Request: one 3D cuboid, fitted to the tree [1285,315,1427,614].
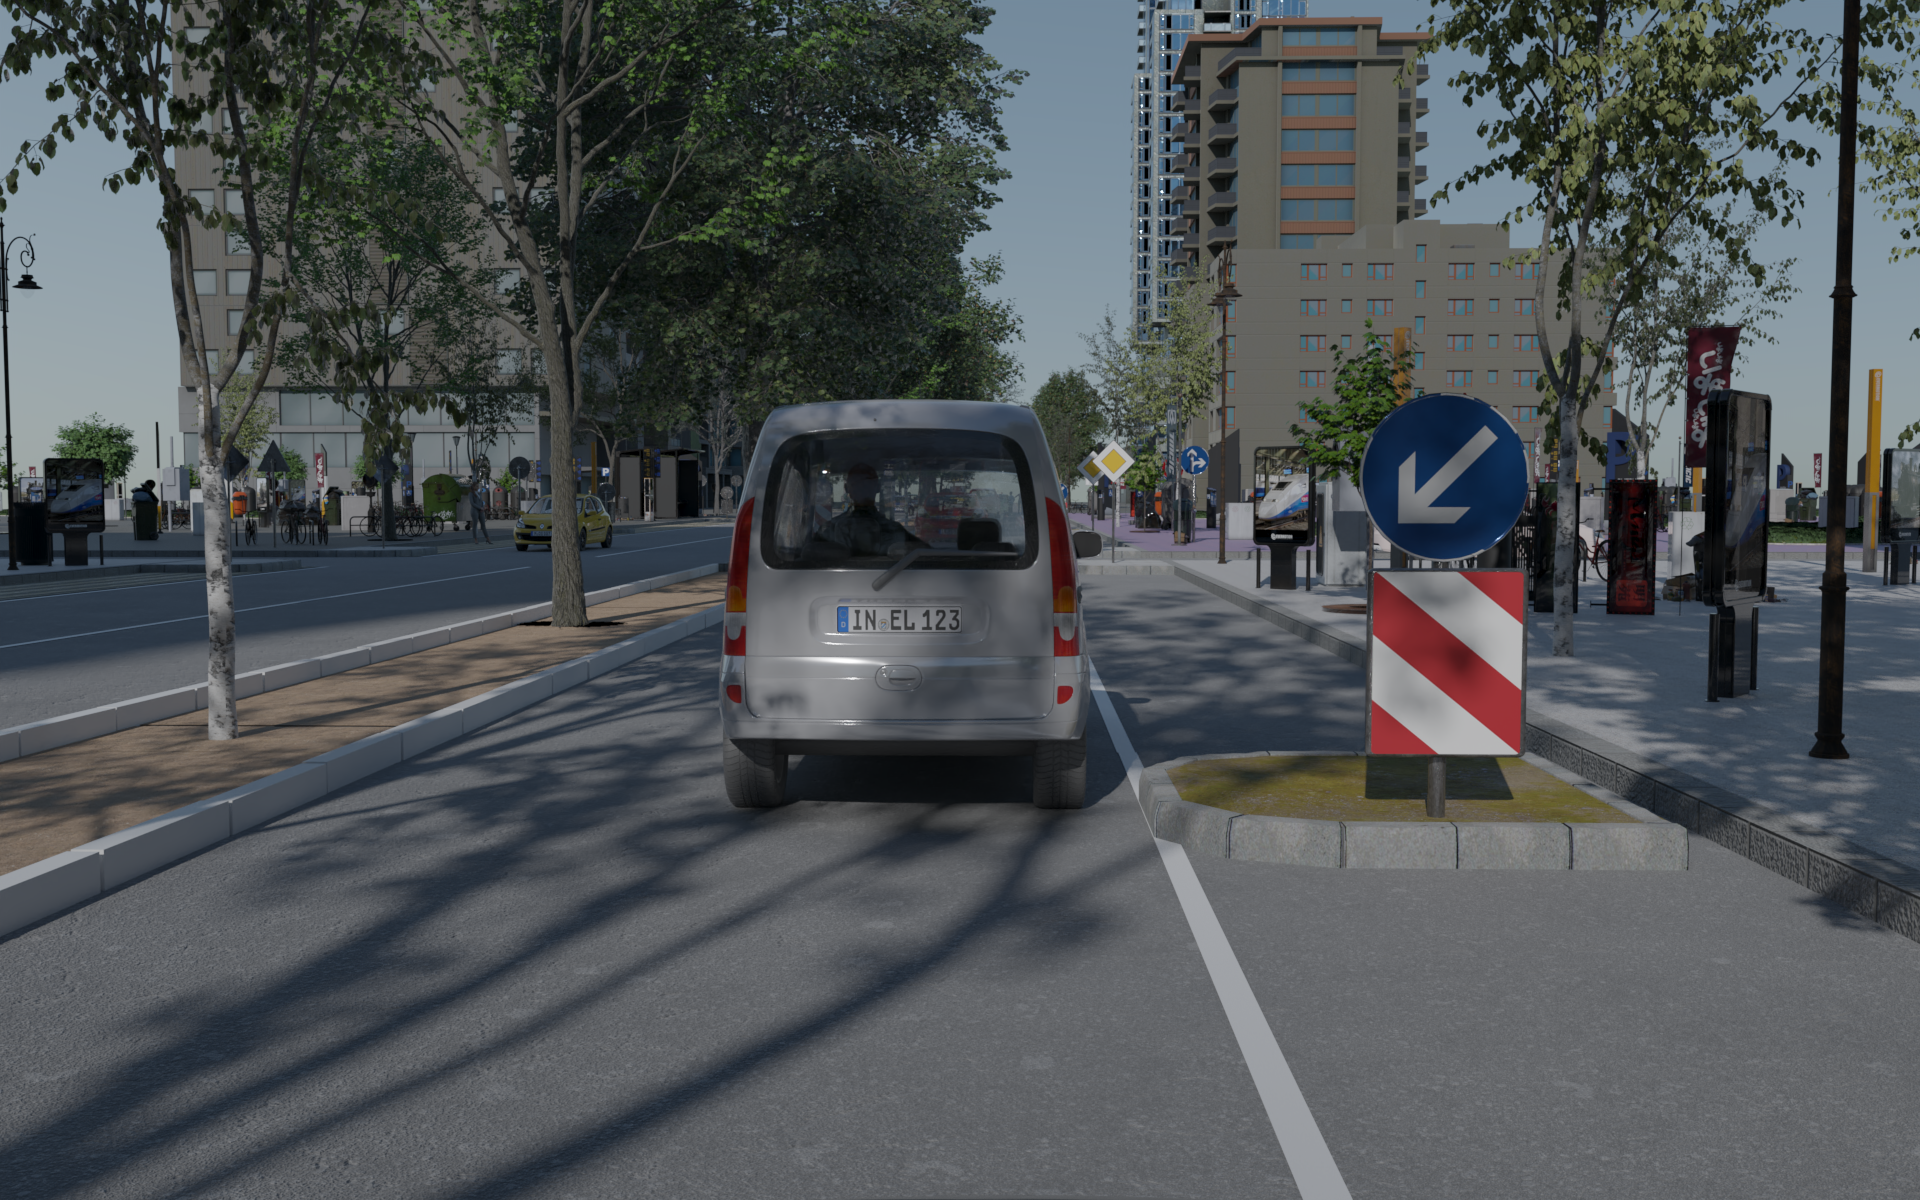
[{"bbox_3d":[4.352,-1.485,18.889,1.663,3.219,1.824,0,3,0],"label":"tree"}]

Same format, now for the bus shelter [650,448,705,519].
[{"bbox_3d":[-14.839,-6.121,91.361,1.731,3.624,6.357,0,4,2],"label":"bus shelter"}]

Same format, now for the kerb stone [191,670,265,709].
[{"bbox_3d":[-5.082,0.627,11.939,0.120,0.150,1.000,0,4,2],"label":"kerb stone"}]

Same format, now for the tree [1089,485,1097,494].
[{"bbox_3d":[7.557,-6.063,93.726,1.663,3.219,1.824,0,3,0],"label":"tree"}]

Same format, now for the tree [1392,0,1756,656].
[{"bbox_3d":[5.027,-3.862,13.506,4.737,8.622,4.395,0,3,0],"label":"tree"}]

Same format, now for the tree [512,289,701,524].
[{"bbox_3d":[-15.047,-8.528,73.846,8.767,10.594,7.601,0,4,-7],"label":"tree"}]

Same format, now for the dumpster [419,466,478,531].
[{"bbox_3d":[-17.758,-3.525,60.127,1.502,2.255,1.985,0,4,2],"label":"dumpster"}]

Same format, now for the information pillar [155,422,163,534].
[{"bbox_3d":[-26.014,-3.968,56.227,0.183,3.616,0.504,-1,4,-22],"label":"information pillar"}]

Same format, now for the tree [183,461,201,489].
[{"bbox_3d":[-43.885,-6.373,98.792,1.663,3.219,1.824,0,3,0],"label":"tree"}]

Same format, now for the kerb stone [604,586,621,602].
[{"bbox_3d":[-4.750,-0.058,23.234,0.120,0.150,1.000,0,4,2],"label":"kerb stone"}]

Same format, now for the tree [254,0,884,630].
[{"bbox_3d":[-4.330,-5.523,18.512,9.928,11.665,9.643,0,3,0],"label":"tree"}]

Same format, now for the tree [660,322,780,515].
[{"bbox_3d":[-14.774,-11.948,105.722,12.009,13.543,11.850,0,3,0],"label":"tree"}]

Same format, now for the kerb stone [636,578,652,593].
[{"bbox_3d":[-4.693,-0.189,25.289,0.120,0.150,1.000,0,4,2],"label":"kerb stone"}]

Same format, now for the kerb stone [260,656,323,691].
[{"bbox_3d":[-5.051,0.564,12.975,0.120,0.150,1.000,0,4,2],"label":"kerb stone"}]

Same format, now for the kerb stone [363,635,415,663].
[{"bbox_3d":[-4.982,0.439,15.024,0.120,0.150,1.000,0,4,2],"label":"kerb stone"}]

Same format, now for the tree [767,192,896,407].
[{"bbox_3d":[-3.405,-5.446,41.855,4.737,8.622,4.395,0,3,0],"label":"tree"}]

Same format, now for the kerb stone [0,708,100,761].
[{"bbox_3d":[-5.139,0.752,9.895,0.120,0.150,1.000,0,4,2],"label":"kerb stone"}]

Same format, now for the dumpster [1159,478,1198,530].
[{"bbox_3d":[7.862,-3.454,62.233,1.264,1.857,1.865,0,4,2],"label":"dumpster"}]

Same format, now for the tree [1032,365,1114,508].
[{"bbox_3d":[9.628,-14.489,153.899,9.611,12.733,9.660,0,3,0],"label":"tree"}]

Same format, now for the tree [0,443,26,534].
[{"bbox_3d":[-30.973,-3.705,55.178,1.663,3.219,1.824,0,3,0],"label":"tree"}]

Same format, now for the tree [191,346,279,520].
[{"bbox_3d":[-35.644,-8.280,85.743,4.737,8.622,4.395,0,3,0],"label":"tree"}]

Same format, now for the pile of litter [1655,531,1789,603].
[{"bbox_3d":[9.035,-0.426,20.930,1.719,0.858,1.176,3,4,38],"label":"pile of litter"}]

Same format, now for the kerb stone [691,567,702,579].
[{"bbox_3d":[-4.561,-0.437,29.380,0.120,0.150,1.000,0,4,2],"label":"kerb stone"}]

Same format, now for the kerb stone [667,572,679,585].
[{"bbox_3d":[-4.625,-0.314,27.336,0.120,0.150,1.000,0,4,2],"label":"kerb stone"}]

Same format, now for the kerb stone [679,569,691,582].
[{"bbox_3d":[-4.592,-0.377,28.358,0.120,0.150,1.000,0,4,2],"label":"kerb stone"}]

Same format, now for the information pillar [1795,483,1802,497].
[{"bbox_3d":[53.747,-6.515,111.010,0.304,2.012,0.304,0,4,-2],"label":"information pillar"}]

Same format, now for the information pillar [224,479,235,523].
[{"bbox_3d":[-32.477,-5.227,76.813,0.504,3.616,0.183,0,4,7],"label":"information pillar"}]

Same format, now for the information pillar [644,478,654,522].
[{"bbox_3d":[-14.290,-4.593,79.584,0.304,2.012,0.304,2,4,23],"label":"information pillar"}]

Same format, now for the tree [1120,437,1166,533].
[{"bbox_3d":[6.158,-3.875,57.961,1.663,3.219,1.824,0,3,0],"label":"tree"}]

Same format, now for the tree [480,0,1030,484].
[{"bbox_3d":[-3.315,-7.295,28.389,9.857,13.997,8.962,0,3,0],"label":"tree"}]

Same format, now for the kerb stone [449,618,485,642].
[{"bbox_3d":[-4.922,0.313,17.080,0.120,0.150,1.000,0,4,2],"label":"kerb stone"}]

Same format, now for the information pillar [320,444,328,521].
[{"bbox_3d":[-29.471,-5.440,80.298,0.504,3.616,0.183,3,5,44],"label":"information pillar"}]

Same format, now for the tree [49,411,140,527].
[{"bbox_3d":[-34.219,-5.186,68.497,4.285,4.588,4.351,0,3,0],"label":"tree"}]

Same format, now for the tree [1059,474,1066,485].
[{"bbox_3d":[12.330,-20.283,238.286,9.857,13.997,8.962,0,3,0],"label":"tree"}]

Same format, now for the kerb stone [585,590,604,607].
[{"bbox_3d":[-4.776,-0.001,22.211,0.120,0.150,1.000,0,4,2],"label":"kerb stone"}]

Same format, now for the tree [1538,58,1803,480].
[{"bbox_3d":[12.106,-4.875,30.065,4.360,8.622,3.978,0,3,0],"label":"tree"}]

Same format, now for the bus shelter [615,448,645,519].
[{"bbox_3d":[-16.651,-6.112,91.214,1.731,3.624,6.357,0,4,2],"label":"bus shelter"}]

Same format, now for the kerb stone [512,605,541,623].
[{"bbox_3d":[-4.857,0.188,19.129,0.120,0.150,1.000,0,4,2],"label":"kerb stone"}]

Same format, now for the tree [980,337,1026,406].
[{"bbox_3d":[-1.730,-10.949,91.837,12.009,13.543,11.850,0,3,0],"label":"tree"}]

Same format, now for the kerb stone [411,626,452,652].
[{"bbox_3d":[-4.957,0.377,16.052,0.120,0.150,1.000,0,4,2],"label":"kerb stone"}]

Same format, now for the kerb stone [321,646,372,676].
[{"bbox_3d":[-5.020,0.510,13.998,0.120,0.150,1.000,0,4,2],"label":"kerb stone"}]

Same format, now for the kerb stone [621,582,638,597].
[{"bbox_3d":[-4.715,-0.122,24.260,0.120,0.150,1.000,0,4,2],"label":"kerb stone"}]

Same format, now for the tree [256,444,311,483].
[{"bbox_3d":[-44.152,-7.912,113.082,4.285,4.588,4.351,0,3,0],"label":"tree"}]

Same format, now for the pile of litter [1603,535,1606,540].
[{"bbox_3d":[17.315,-2.080,47.974,1.719,0.858,1.176,-1,4,-15],"label":"pile of litter"}]

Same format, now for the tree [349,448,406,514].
[{"bbox_3d":[-36.473,-7.614,108.209,4.285,4.588,4.351,0,3,0],"label":"tree"}]

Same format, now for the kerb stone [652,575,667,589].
[{"bbox_3d":[-4.653,-0.252,26.311,0.120,0.150,1.000,0,4,2],"label":"kerb stone"}]

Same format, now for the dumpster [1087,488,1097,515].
[{"bbox_3d":[8.305,-6.038,104.482,1.264,1.857,1.865,0,4,2],"label":"dumpster"}]

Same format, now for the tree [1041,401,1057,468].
[{"bbox_3d":[7.828,-11.175,133.080,4.360,8.622,3.978,0,3,0],"label":"tree"}]

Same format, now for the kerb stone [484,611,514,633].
[{"bbox_3d":[-4.894,0.252,18.107,0.120,0.150,1.000,0,4,2],"label":"kerb stone"}]

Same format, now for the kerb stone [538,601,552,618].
[{"bbox_3d":[-4.841,0.125,20.158,0.120,0.150,1.000,0,4,2],"label":"kerb stone"}]

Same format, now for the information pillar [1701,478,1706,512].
[{"bbox_3d":[33.709,-4.541,78.734,0.304,2.012,0.304,0,4,-5],"label":"information pillar"}]

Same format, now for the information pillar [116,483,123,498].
[{"bbox_3d":[-55.545,-6.727,114.475,0.304,2.012,0.304,-3,5,-44],"label":"information pillar"}]

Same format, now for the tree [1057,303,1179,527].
[{"bbox_3d":[6.427,-7.174,67.653,4.360,8.622,3.978,0,3,0],"label":"tree"}]

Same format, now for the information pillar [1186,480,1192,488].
[{"bbox_3d":[11.553,-5.099,87.853,0.304,2.012,0.304,2,4,27],"label":"information pillar"}]

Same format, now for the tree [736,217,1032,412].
[{"bbox_3d":[-2.544,-8.533,58.982,9.611,12.733,9.660,0,3,0],"label":"tree"}]

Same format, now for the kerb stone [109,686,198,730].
[{"bbox_3d":[-5.115,0.690,10.917,0.120,0.150,1.000,0,4,2],"label":"kerb stone"}]

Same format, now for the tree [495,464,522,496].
[{"bbox_3d":[-28.594,-7.057,109.976,1.663,3.219,1.824,0,3,0],"label":"tree"}]

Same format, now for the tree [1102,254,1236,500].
[{"bbox_3d":[6.690,-6.320,53.694,4.737,8.622,4.395,0,3,0],"label":"tree"}]

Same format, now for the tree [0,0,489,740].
[{"bbox_3d":[-4.282,-3.472,9.591,4.360,8.622,3.978,0,3,0],"label":"tree"}]
